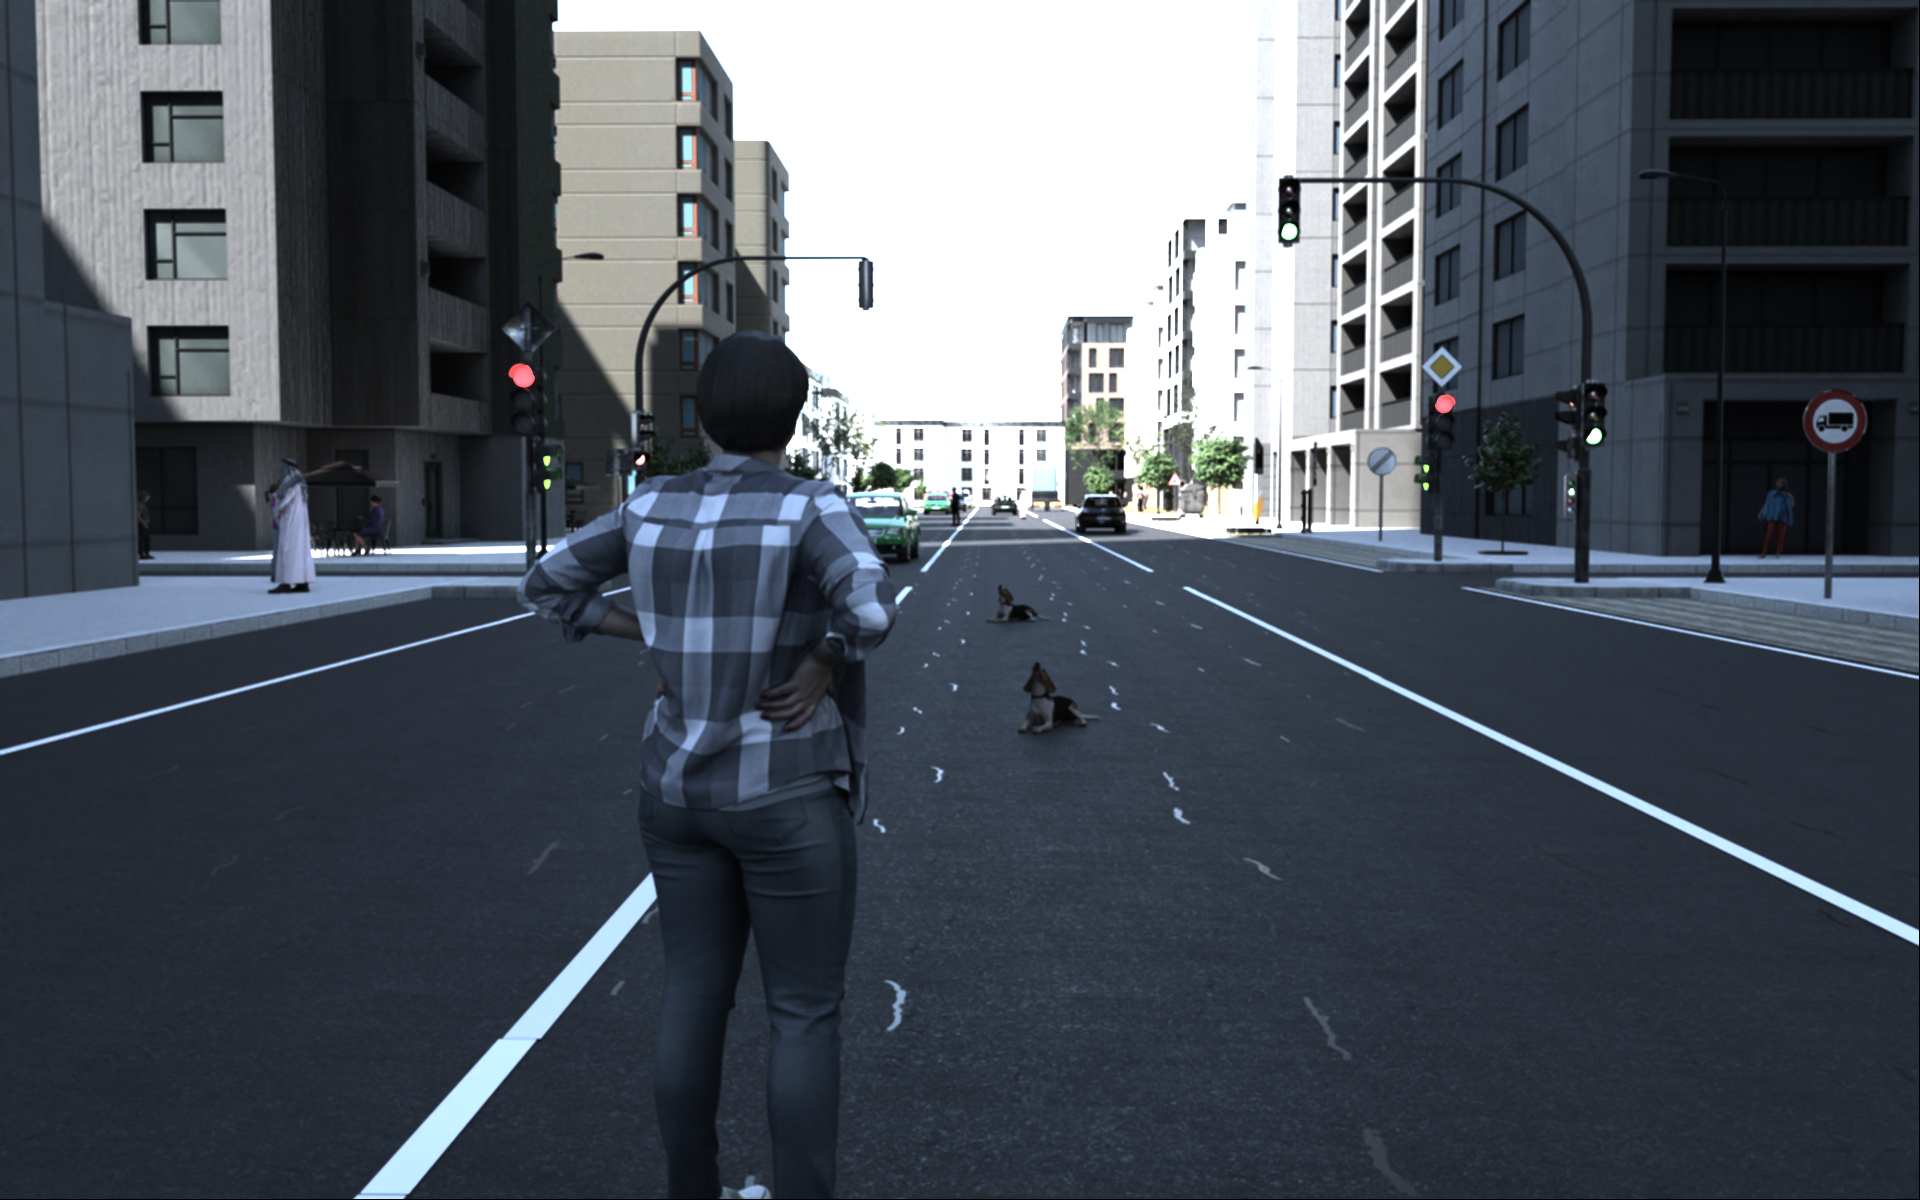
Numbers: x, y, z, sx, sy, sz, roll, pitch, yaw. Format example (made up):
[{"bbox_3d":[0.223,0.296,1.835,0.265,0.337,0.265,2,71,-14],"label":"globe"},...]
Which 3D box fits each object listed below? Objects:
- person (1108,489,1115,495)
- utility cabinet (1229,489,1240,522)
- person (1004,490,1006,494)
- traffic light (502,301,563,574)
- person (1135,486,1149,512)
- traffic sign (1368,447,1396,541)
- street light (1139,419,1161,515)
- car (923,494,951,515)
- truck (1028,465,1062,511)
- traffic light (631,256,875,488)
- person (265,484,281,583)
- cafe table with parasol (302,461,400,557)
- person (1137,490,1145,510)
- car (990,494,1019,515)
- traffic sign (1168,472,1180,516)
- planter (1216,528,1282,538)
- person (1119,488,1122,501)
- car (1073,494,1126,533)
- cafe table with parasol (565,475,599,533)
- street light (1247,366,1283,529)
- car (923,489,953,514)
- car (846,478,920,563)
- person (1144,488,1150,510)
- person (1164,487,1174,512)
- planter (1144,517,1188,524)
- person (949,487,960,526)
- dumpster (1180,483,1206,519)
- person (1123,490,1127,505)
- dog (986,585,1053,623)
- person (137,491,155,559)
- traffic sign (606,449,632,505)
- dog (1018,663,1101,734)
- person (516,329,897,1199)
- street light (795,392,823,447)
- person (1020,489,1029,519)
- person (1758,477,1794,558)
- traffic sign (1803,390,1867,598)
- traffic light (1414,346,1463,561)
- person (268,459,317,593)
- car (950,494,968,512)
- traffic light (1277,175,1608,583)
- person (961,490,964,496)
[{"bbox_3d":[15.983,-10.815,182.960,1.348,1.812,0.705,2,4,24],"label":"person"},{"bbox_3d":[12.463,-4.269,78.481,0.318,1.500,1.173,0,4,0],"label":"utility cabinet"},{"bbox_3d":[4.750,-10.760,184.435,0.705,1.823,1.348,2,4,32],"label":"person"},{"bbox_3d":[-6.258,-2.222,25.251,0.839,4.253,0.868,0,4,1],"label":"traffic light"},{"bbox_3d":[12.820,-7.123,122.510,0.705,1.823,1.348,-3,4,-37],"label":"person"},{"bbox_3d":[11.496,-2.885,47.276,0.768,2.556,0.104,0,4,5],"label":"traffic sign"},{"bbox_3d":[11.837,-8.273,107.811,1.470,5.913,1.316,0,4,1],"label":"street light"},{"bbox_3d":[-1.598,-6.895,121.531,1.959,1.807,4.718,0,4,1],"label":"car"},{"bbox_3d":[7.625,-10.073,154.451,2.967,4.110,18.799,0,4,2],"label":"truck"},{"bbox_3d":[-4.029,-3.582,33.234,4.771,5.953,1.251,0,4,1],"label":"traffic light"},{"bbox_3d":[-9.753,-0.974,25.209,0.776,1.435,0.726,-1,4,-19],"label":"person"},{"bbox_3d":[-12.780,-1.894,35.836,2.610,1.966,2.610,-3,4,-37],"label":"cafe table with parasol"},{"bbox_3d":[14.238,-7.977,136.335,0.709,1.838,0.599,-2,4,-32],"label":"person"},{"bbox_3d":[3.046,-6.679,118.994,2.009,1.686,4.222,0,3,0],"label":"car"},{"bbox_3d":[12.729,-6.272,102.546,0.884,2.594,0.081,0,4,7],"label":"traffic sign"},{"bbox_3d":[9.579,-2.240,57.760,1.991,0.319,1.994,0,4,1],"label":"planter"},{"bbox_3d":[15.249,-9.726,165.079,0.705,1.821,1.348,0,4,6],"label":"person"},{"bbox_3d":[5.218,-3.338,64.364,2.009,1.686,4.222,0,4,1],"label":"car"},{"bbox_3d":[-13.237,-3.218,57.476,2.610,1.966,2.610,-1,4,-22],"label":"cafe table with parasol"},{"bbox_3d":[11.107,-5.533,63.013,1.470,5.913,1.316,0,4,1],"label":"street light"},{"bbox_3d":[-1.581,-7.283,127.758,2.281,1.827,5.304,0,4,1],"label":"car"},{"bbox_3d":[-1.868,-1.768,37.696,1.959,1.807,4.718,0,4,3],"label":"car"},{"bbox_3d":[15.361,-8.330,142.114,0.599,1.838,0.709,1,4,19],"label":"person"},{"bbox_3d":[14.828,-7.176,123.001,0.705,1.869,1.348,-2,4,-29],"label":"person"},{"bbox_3d":[10.027,-3.887,84.700,1.991,0.319,1.994,0,4,1],"label":"planter"},{"bbox_3d":[-0.280,-4.222,78.237,0.504,1.737,0.576,-3,5,-43],"label":"person"},{"bbox_3d":[12.305,-5.242,91.461,1.264,1.857,1.865,0,4,1],"label":"dumpster"},{"bbox_3d":[17.526,-10.883,184.685,0.721,1.736,1.217,-1,4,-9],"label":"person"},{"bbox_3d":[0.677,0.040,19.535,0.748,0.427,0.550,0,4,5],"label":"dog"},{"bbox_3d":[-16.015,-1.474,34.049,0.340,1.345,0.435,-2,4,-28],"label":"person"},{"bbox_3d":[-7.758,-2.280,39.402,0.606,2.300,0.079,0,4,5],"label":"traffic sign"},{"bbox_3d":[0.634,0.582,10.677,0.748,0.427,0.550,-1,4,-21],"label":"dog"},{"bbox_3d":[-0.405,0.368,3.214,0.841,1.734,0.376,3,4,36],"label":"person"},{"bbox_3d":[-6.916,-6.484,78.552,1.470,5.913,1.316,0,4,1],"label":"street light"},{"bbox_3d":[3.692,-5.499,99.071,0.551,1.740,0.621,1,4,14],"label":"person"},{"bbox_3d":[16.233,-1.632,34.434,0.444,1.614,0.593,-3,5,-41],"label":"person"},{"bbox_3d":[10.681,-1.292,21.237,0.768,2.556,0.104,0,4,1],"label":"traffic sign"},{"bbox_3d":[9.117,-2.695,32.992,0.839,4.253,0.868,0,4,1],"label":"traffic light"},{"bbox_3d":[-8.723,-0.969,22.557,0.621,1.740,0.551,-2,4,-27],"label":"person"},{"bbox_3d":[-0.353,-8.010,140.757,2.009,1.686,4.222,0,4,0],"label":"car"},{"bbox_3d":[6.888,-3.072,24.902,4.771,5.953,1.251,0,4,1],"label":"traffic light"},{"bbox_3d":[0.226,-9.725,167.137,0.705,1.869,1.348,0,4,-2],"label":"person"}]
